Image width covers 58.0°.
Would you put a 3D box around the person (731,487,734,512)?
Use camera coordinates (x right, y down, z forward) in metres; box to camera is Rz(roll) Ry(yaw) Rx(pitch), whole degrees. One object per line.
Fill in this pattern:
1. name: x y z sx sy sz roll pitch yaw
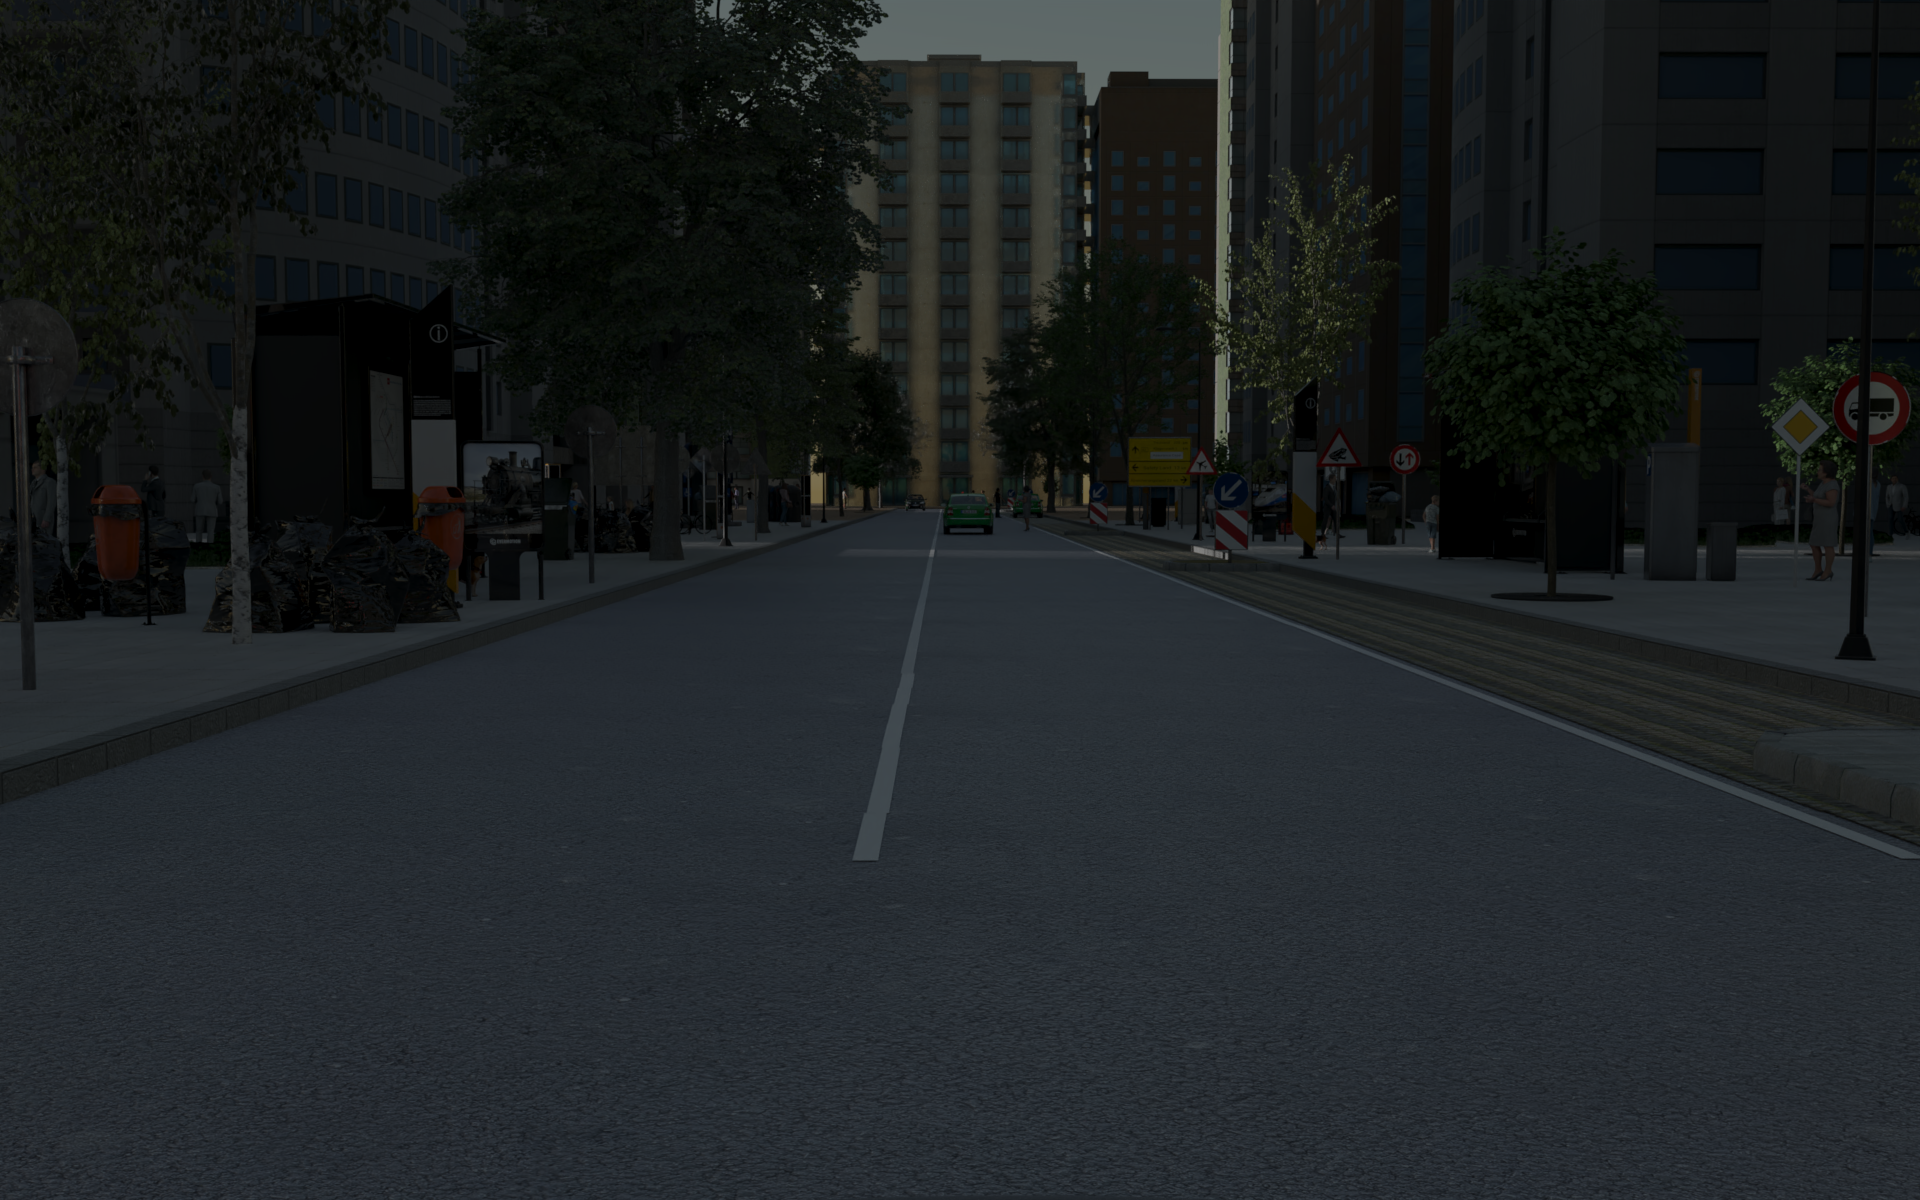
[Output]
1. person: -16.314 -7.135 122.670 0.705 1.831 1.348 1 4 23

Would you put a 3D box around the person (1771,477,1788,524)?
1. person: 24.636 -2.787 51.957 0.624 1.780 0.694 1 4 12

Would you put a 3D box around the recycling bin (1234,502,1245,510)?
1. recycling bin: 10.560 -3.343 67.214 0.722 1.027 0.722 -2 4 -35

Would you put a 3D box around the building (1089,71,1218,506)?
1. building: 21.634 -32.848 187.181 14.200 45.320 14.600 0 4 -1

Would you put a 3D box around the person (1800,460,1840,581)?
1. person: 12.662 -1.174 25.604 0.532 1.782 0.716 1 4 10

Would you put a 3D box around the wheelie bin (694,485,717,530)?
1. wheelie bin: -9.100 -3.326 62.290 0.980 1.594 0.693 -2 4 -30

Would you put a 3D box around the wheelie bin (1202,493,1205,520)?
1. wheelie bin: 10.837 -4.085 74.692 0.980 1.594 0.693 0 4 -4

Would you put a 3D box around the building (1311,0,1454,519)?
1. building: 27.793 -27.204 94.897 14.600 45.320 14.200 0 4 -1

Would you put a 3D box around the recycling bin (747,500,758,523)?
1. recycling bin: -9.090 -3.970 77.458 0.722 1.027 0.722 1 4 14

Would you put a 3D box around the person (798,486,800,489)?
1. person: -8.702 -5.191 91.717 0.742 1.727 0.445 0 4 -2

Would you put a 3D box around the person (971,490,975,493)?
1. person: 1.098 -7.457 131.144 0.721 1.735 1.217 0 4 -5

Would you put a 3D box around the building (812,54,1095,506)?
1. building: -0.736 -34.987 191.645 30.456 49.044 23.786 0 4 -1

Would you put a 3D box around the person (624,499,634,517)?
1. person: -9.463 -2.326 49.567 0.738 1.151 1.012 -3 5 -43

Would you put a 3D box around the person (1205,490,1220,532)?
1. person: 8.463 -3.014 57.918 0.503 1.515 0.523 -1 4 -10

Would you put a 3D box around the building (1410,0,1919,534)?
1. building: 30.686 -32.164 67.888 21.231 58.520 28.212 0 4 -1

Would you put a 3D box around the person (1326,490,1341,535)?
1. person: 11.767 -2.914 54.695 0.512 1.701 0.522 2 4 30

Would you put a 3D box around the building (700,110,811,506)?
1. building: -23.597 -30.805 187.259 14.086 41.232 14.154 0 4 -1

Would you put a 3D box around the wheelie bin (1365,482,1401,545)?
1. wheelie bin: 10.644 -2.188 43.682 0.980 1.594 0.693 2 4 35

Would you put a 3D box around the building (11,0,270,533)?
1. building: -29.822 -32.119 67.145 21.231 58.520 28.212 0 4 -1

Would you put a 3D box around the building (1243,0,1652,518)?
1. building: 29.980 -35.132 116.410 21.231 58.520 28.212 0 4 -1

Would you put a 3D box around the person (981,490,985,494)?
1. person: 1.703 -7.773 136.418 0.721 1.723 1.217 -2 4 -25

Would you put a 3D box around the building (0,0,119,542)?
1. building: -30.113 -36.462 34.403 20.563 71.187 20.611 0 4 -1

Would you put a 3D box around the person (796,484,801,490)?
1. person: -8.751 -5.304 92.628 0.709 1.838 0.599 3 5 43

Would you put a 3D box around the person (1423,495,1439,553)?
1. person: 10.367 -1.670 38.035 0.352 1.250 0.332 -1 4 -15

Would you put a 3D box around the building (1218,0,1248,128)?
1. building: 27.347 -27.794 138.025 14.154 41.232 14.086 0 4 -1

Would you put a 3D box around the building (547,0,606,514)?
1. building: -27.081 -19.505 90.610 14.160 30.474 14.107 0 4 -1

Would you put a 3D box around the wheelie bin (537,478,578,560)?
1. wheelie bin: -7.873 -1.577 33.688 0.980 1.594 0.693 0 4 3

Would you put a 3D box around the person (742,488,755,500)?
1. person: -19.170 -9.297 157.673 1.348 1.869 0.705 0 4 6

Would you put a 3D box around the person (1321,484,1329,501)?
1. person: 19.852 -5.358 93.641 0.705 1.824 1.348 2 4 31

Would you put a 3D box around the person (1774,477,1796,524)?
1. person: 25.759 -2.939 54.069 0.580 1.828 0.573 -2 4 -31

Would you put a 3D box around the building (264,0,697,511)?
1. building: -34.858 -36.154 133.115 28.212 58.520 21.231 0 4 -1

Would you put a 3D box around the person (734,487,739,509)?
1. person: -18.798 -8.496 144.822 0.599 1.838 0.709 1 4 11

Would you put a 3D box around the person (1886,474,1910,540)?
1. person: 26.357 -2.618 48.701 0.795 1.843 0.661 -2 4 -28

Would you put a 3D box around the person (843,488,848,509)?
1. person: -9.935 -8.792 149.795 0.705 1.824 1.348 -1 4 -20

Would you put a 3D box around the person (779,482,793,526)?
1. person: -7.058 -3.841 69.436 0.643 1.750 0.593 -3 4 -36

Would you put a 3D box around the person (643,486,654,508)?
1. person: -18.642 -6.053 105.104 1.348 1.812 0.705 2 4 29

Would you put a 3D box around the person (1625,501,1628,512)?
1. person: 18.118 -2.564 47.828 0.748 1.841 0.638 1 4 11

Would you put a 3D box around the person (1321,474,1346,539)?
1. person: 10.636 -2.666 49.417 0.755 1.850 0.659 3 5 44

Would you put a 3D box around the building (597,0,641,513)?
1. building: -27.785 -25.798 105.385 14.154 41.232 14.086 0 4 -1

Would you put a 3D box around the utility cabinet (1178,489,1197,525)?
1. utility cabinet: 9.554 -3.876 72.046 1.173 1.500 0.318 -3 5 -41

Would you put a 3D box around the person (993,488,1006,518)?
1. person: 2.305 -5.839 103.983 0.705 1.822 1.348 -2 4 -29

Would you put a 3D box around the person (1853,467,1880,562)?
1. person: 16.994 -1.598 32.430 0.793 1.790 0.793 2 4 27

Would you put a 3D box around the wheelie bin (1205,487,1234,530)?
1. wheelie bin: 9.415 -3.307 61.973 0.693 1.594 0.980 -1 4 -20
